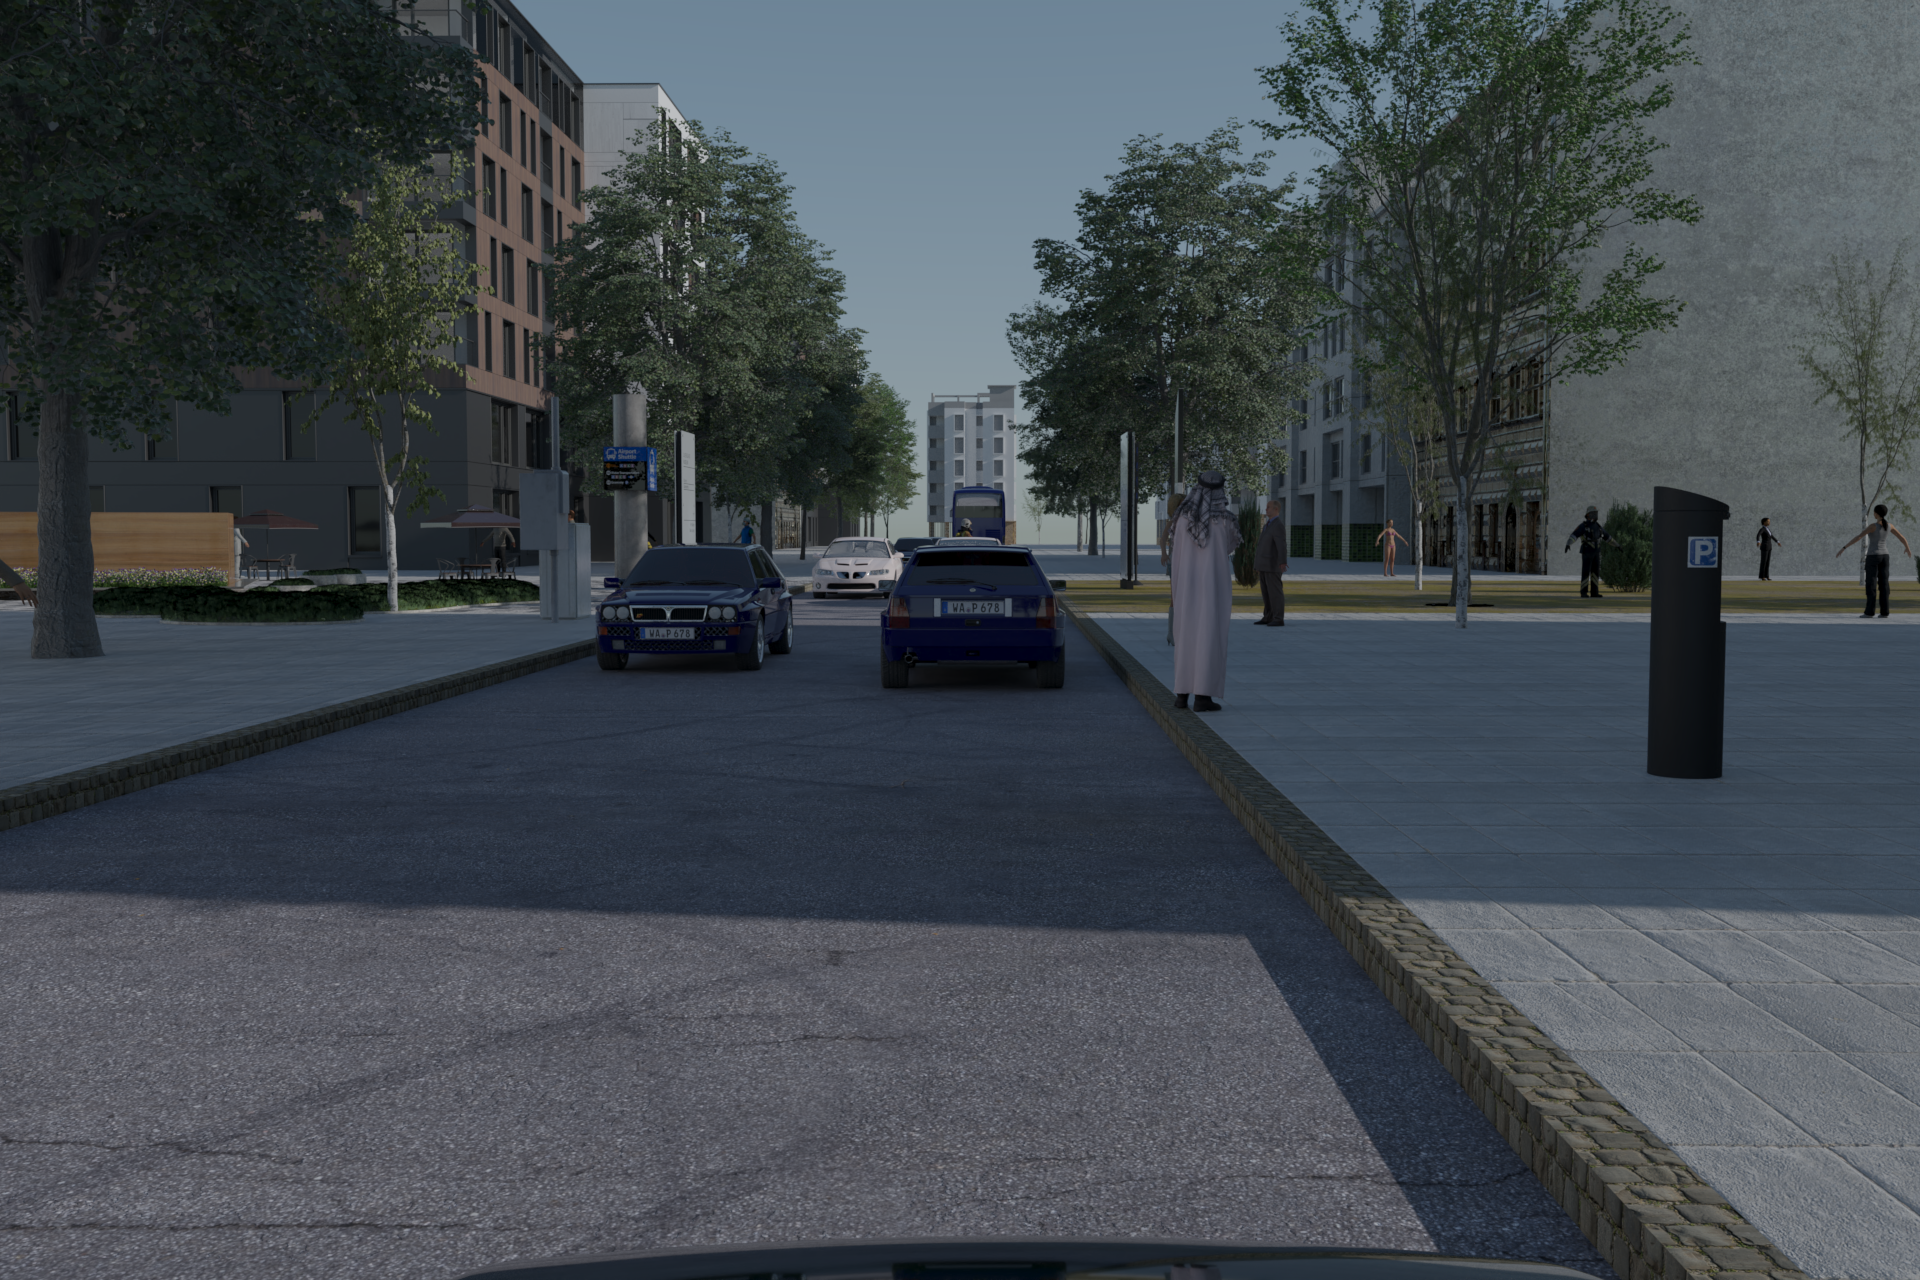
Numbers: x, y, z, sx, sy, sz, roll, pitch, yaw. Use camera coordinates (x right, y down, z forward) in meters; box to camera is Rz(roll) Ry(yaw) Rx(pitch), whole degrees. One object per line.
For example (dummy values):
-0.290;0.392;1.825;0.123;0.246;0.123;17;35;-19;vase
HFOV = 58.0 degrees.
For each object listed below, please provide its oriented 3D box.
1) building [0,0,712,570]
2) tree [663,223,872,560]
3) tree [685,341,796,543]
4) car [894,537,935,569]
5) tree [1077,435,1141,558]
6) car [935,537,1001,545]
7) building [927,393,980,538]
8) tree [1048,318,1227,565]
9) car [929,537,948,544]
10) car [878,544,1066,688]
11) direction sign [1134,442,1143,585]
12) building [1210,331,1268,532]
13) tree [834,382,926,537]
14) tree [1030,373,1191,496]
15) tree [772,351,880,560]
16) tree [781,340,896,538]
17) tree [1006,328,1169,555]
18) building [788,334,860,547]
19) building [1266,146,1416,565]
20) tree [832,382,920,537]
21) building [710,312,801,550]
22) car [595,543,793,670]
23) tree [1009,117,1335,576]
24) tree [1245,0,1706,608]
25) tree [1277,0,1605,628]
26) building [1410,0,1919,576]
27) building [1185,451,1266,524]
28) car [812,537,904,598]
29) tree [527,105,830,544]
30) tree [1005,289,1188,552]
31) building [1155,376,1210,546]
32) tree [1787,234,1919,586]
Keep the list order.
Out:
-27.569;-14.246;76.901;27.936;21.610;32.646;0;4;1;building
-8.221;-10.158;72.736;9.857;13.997;8.962;0;3;0;tree
-8.260;-6.934;63.727;4.737;8.622;4.395;0;3;0;tree
-1.482;-2.705;56.815;1.945;1.354;3.894;0;4;1;car
7.674;-8.702;92.637;4.360;8.622;3.978;0;3;0;tree
0.180;-1.457;36.180;2.083;1.381;4.827;0;4;1;car
-3.854;-22.305;223.567;11.380;20.090;16.016;0;4;-3;building
7.441;-8.415;71.994;8.767;10.594;7.601;2;4;23;tree
-0.993;-3.069;62.754;1.945;1.354;3.894;0;4;1;car
0.124;-0.297;17.434;1.945;1.354;3.894;0;4;0;car
4.407;-3.137;43.292;0.379;3.537;0.876;0;4;1;direction sign
28.006;-18.411;157.436;16.016;20.090;11.380;0;4;1;building
-6.297;-12.934;129.591;7.486;12.596;7.792;0;3;0;tree
7.891;-9.095;83.110;8.767;10.594;7.601;-3;4;-39;tree
-7.496;-9.259;85.805;7.601;10.594;8.767;-1;4;-17;tree
-7.305;-11.207;101.362;7.486;12.596;7.792;0;3;0;tree
7.924;-12.079;104.149;9.857;13.997;8.962;0;3;0;tree
-25.286;-20.385;177.271;27.936;21.610;32.646;0;4;1;building
26.363;-13.493;87.076;16.747;18.905;31.486;0;4;1;building
-6.304;-11.752;117.907;9.928;11.665;9.643;0;3;0;tree
-24.218;-19.593;151.273;19.493;23.208;18.063;0;4;1;building
-2.914;-0.421;19.457;1.945;1.354;3.894;0;4;2;car
6.602;-8.965;53.228;9.857;13.997;8.962;0;3;0;tree
8.796;-6.390;30.228;9.928;11.665;9.643;0;3;0;tree
7.039;-4.473;23.491;4.360;8.622;3.978;0;3;0;tree
27.571;-14.104;61.528;19.493;23.208;18.063;0;4;2;building
27.622;-14.242;175.007;9.099;9.664;28.070;0;4;1;building
-2.312;-1.696;40.093;2.083;1.381;4.827;0;4;2;car
-8.595;-8.982;53.513;9.857;13.997;8.962;0;3;0;tree
9.855;-16.410;124.197;12.611;20.169;13.585;0;3;0;tree
28.159;-21.198;203.013;16.016;20.090;11.380;0;4;2;building
22.361;-5.671;43.077;4.360;8.622;3.978;0;3;0;tree
